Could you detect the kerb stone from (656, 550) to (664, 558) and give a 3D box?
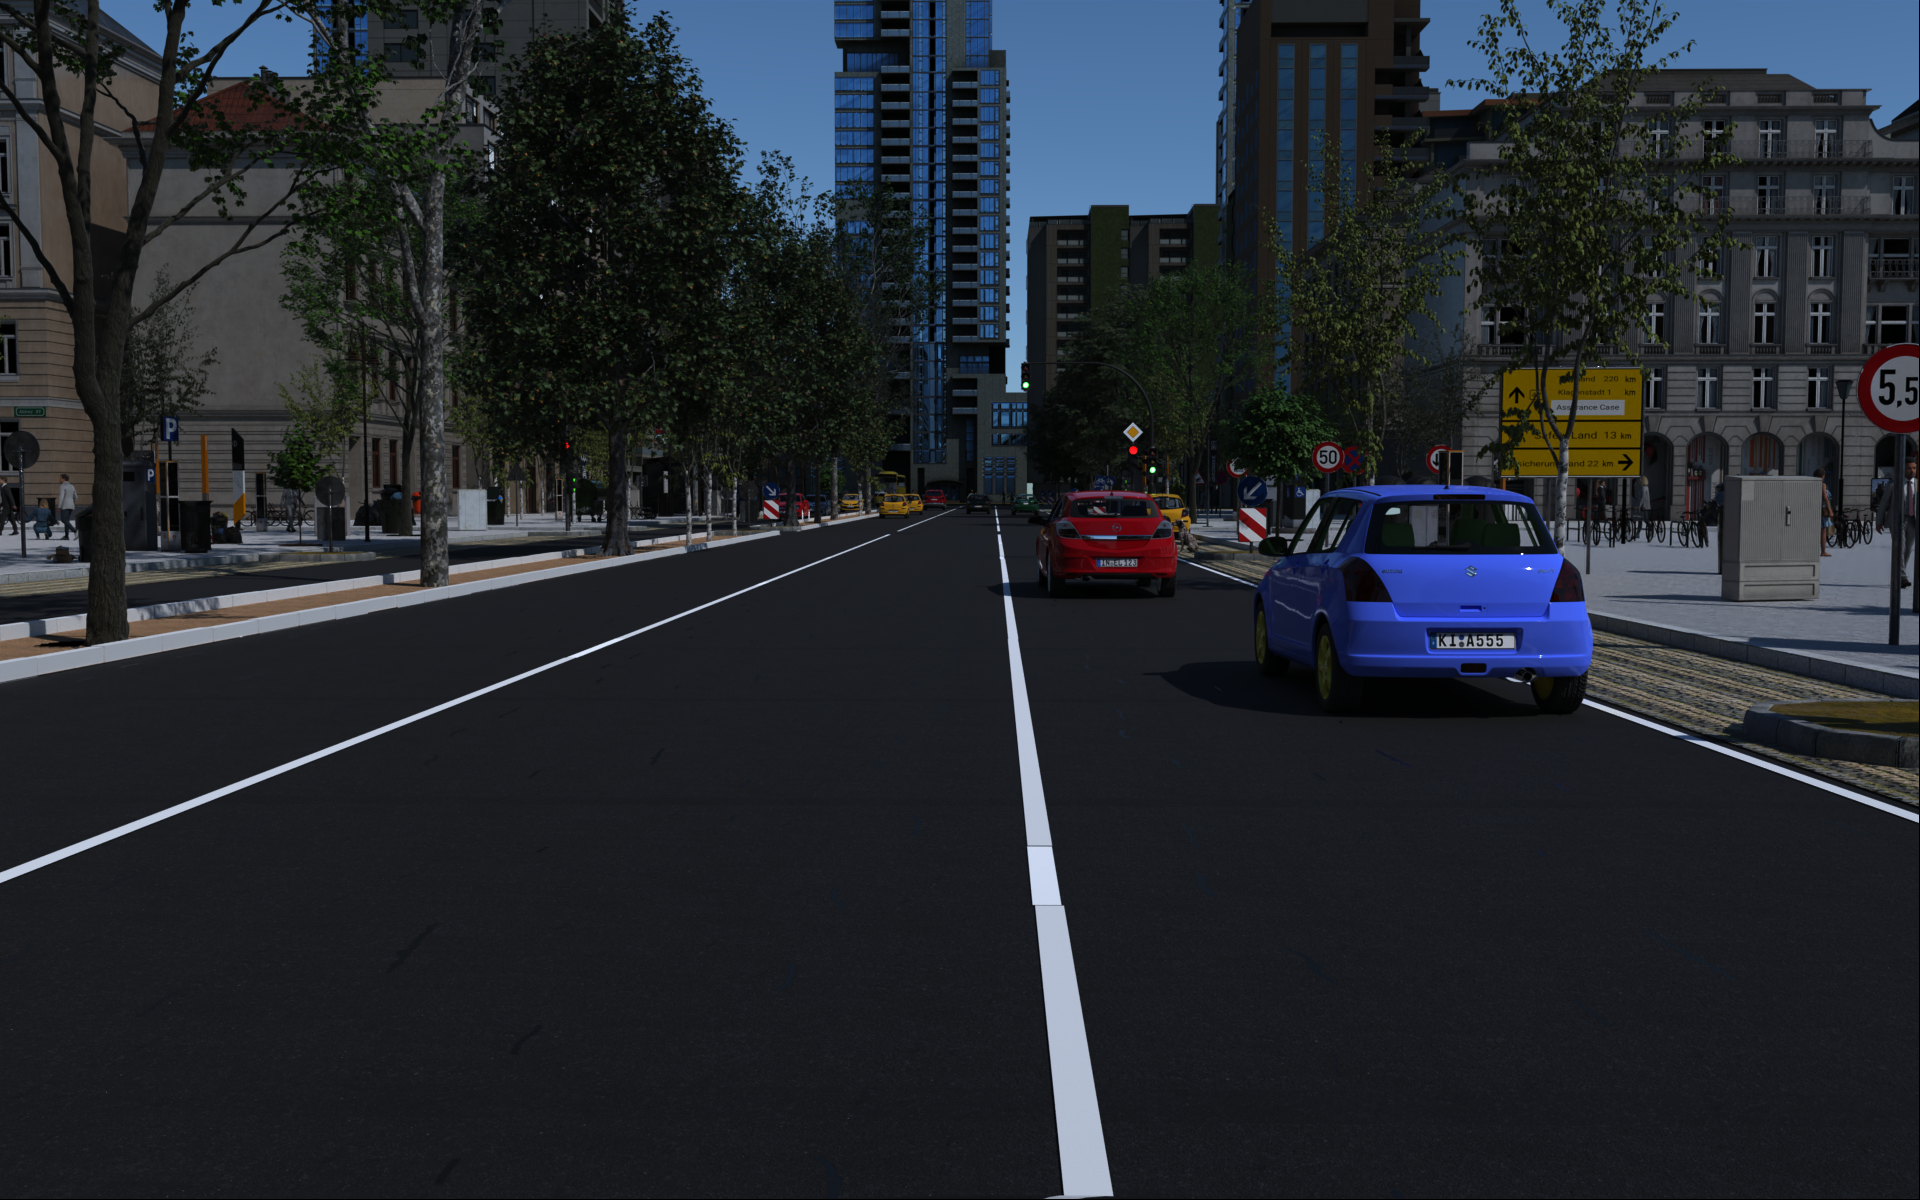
[{"bbox_3d":[-6.821,-1.011,38.721,0.120,0.150,1.000,0,4,1],"label":"kerb stone"}]

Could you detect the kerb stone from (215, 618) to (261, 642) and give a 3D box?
[{"bbox_3d":[-7.242,0.314,17.192,0.120,0.150,1.000,0,4,1],"label":"kerb stone"}]

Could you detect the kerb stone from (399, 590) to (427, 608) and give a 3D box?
[{"bbox_3d":[-7.130,-0.003,22.321,0.120,0.150,1.000,0,4,1],"label":"kerb stone"}]

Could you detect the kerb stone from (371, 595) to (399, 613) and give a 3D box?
[{"bbox_3d":[-7.166,0.055,21.299,0.120,0.150,1.000,0,4,1],"label":"kerb stone"}]

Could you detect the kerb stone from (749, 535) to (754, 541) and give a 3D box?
[{"bbox_3d":[-6.532,-1.890,53.089,0.120,0.150,1.000,0,4,1],"label":"kerb stone"}]

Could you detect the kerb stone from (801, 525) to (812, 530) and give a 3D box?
[{"bbox_3d":[-6.203,-2.926,70.033,0.120,0.150,1.000,0,4,1],"label":"kerb stone"}]

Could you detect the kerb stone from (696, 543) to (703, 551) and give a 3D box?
[{"bbox_3d":[-6.710,-1.324,43.854,0.120,0.150,1.000,0,4,1],"label":"kerb stone"}]

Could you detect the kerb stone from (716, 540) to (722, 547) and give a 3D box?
[{"bbox_3d":[-6.657,-1.513,46.928,0.120,0.150,1.000,0,4,1],"label":"kerb stone"}]

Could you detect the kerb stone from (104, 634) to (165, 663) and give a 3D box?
[{"bbox_3d":[-7.280,0.431,15.148,0.120,0.150,1.000,0,4,1],"label":"kerb stone"}]

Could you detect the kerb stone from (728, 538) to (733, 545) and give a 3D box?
[{"bbox_3d":[-6.615,-1.638,48.994,0.120,0.150,1.000,0,4,1],"label":"kerb stone"}]

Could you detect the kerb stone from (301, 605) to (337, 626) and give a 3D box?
[{"bbox_3d":[-7.197,0.180,19.245,0.120,0.150,1.000,0,4,1],"label":"kerb stone"}]

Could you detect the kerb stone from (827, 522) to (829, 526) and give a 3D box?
[{"bbox_3d":[-6.067,-3.362,77.200,0.120,0.150,1.000,0,4,1],"label":"kerb stone"}]

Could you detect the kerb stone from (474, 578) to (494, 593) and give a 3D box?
[{"bbox_3d":[-7.077,-0.195,25.389,0.120,0.150,1.000,0,4,1],"label":"kerb stone"}]

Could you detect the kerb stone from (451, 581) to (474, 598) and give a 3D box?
[{"bbox_3d":[-7.088,-0.133,24.367,0.120,0.150,1.000,0,4,1],"label":"kerb stone"}]

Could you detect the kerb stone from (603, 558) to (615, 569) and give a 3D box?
[{"bbox_3d":[-6.915,-0.698,33.600,0.120,0.150,1.000,0,4,1],"label":"kerb stone"}]

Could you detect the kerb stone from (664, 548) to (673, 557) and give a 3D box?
[{"bbox_3d":[-6.788,-1.070,39.755,0.120,0.150,1.000,0,4,1],"label":"kerb stone"}]

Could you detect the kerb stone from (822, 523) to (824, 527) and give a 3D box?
[{"bbox_3d":[-6.109,-3.239,75.156,0.120,0.150,1.000,0,4,1],"label":"kerb stone"}]

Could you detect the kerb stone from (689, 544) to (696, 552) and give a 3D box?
[{"bbox_3d":[-6.733,-1.259,42.833,0.120,0.150,1.000,0,4,1],"label":"kerb stone"}]

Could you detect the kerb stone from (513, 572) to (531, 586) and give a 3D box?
[{"bbox_3d":[-7.034,-0.320,27.433,0.120,0.150,1.000,0,4,1],"label":"kerb stone"}]

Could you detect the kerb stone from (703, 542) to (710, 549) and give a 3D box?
[{"bbox_3d":[-6.698,-1.387,44.876,0.120,0.150,1.000,0,4,1],"label":"kerb stone"}]

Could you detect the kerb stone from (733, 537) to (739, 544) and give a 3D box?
[{"bbox_3d":[-6.588,-1.693,50.020,0.120,0.150,1.000,0,4,1],"label":"kerb stone"}]

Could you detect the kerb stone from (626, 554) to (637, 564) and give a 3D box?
[{"bbox_3d":[-6.873,-0.821,35.650,0.120,0.150,1.000,0,4,1],"label":"kerb stone"}]

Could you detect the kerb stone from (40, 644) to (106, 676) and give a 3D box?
[{"bbox_3d":[-7.303,0.501,14.122,0.120,0.150,1.000,0,4,1],"label":"kerb stone"}]

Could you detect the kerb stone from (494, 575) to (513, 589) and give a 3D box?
[{"bbox_3d":[-7.053,-0.258,26.410,0.120,0.150,1.000,0,4,1],"label":"kerb stone"}]

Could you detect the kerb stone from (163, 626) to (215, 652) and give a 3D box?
[{"bbox_3d":[-7.263,0.369,16.170,0.120,0.150,1.000,0,4,1],"label":"kerb stone"}]

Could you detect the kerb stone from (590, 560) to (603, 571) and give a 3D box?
[{"bbox_3d":[-6.941,-0.635,32.571,0.120,0.150,1.000,0,4,1],"label":"kerb stone"}]

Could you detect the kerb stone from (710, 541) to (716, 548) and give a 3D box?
[{"bbox_3d":[-6.673,-1.450,45.898,0.120,0.150,1.000,0,4,1],"label":"kerb stone"}]

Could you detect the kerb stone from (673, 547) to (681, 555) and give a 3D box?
[{"bbox_3d":[-6.774,-1.136,40.788,0.120,0.150,1.000,0,4,1],"label":"kerb stone"}]

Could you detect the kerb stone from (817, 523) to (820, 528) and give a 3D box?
[{"bbox_3d":[-6.141,-3.114,73.106,0.120,0.150,1.000,0,4,1],"label":"kerb stone"}]

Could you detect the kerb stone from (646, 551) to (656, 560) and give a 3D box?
[{"bbox_3d":[-6.832,-0.948,37.698,0.120,0.150,1.000,0,4,1],"label":"kerb stone"}]

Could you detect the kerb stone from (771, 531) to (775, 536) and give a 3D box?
[{"bbox_3d":[-6.439,-2.202,58.201,0.120,0.150,1.000,0,4,1],"label":"kerb stone"}]

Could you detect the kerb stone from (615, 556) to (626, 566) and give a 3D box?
[{"bbox_3d":[-6.892,-0.760,34.628,0.120,0.150,1.000,0,4,1],"label":"kerb stone"}]

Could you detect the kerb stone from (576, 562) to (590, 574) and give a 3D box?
[{"bbox_3d":[-6.956,-0.571,31.539,0.120,0.150,1.000,0,4,1],"label":"kerb stone"}]

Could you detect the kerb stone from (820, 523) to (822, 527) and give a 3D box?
[{"bbox_3d":[-6.123,-3.177,74.133,0.120,0.150,1.000,0,4,1],"label":"kerb stone"}]

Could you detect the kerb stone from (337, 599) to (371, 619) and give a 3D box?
[{"bbox_3d":[-7.170,0.118,20.270,0.120,0.150,1.000,0,4,1],"label":"kerb stone"}]

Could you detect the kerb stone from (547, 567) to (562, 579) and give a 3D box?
[{"bbox_3d":[-6.998,-0.445,29.485,0.120,0.150,1.000,0,4,1],"label":"kerb stone"}]

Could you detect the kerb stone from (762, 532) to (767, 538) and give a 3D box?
[{"bbox_3d":[-6.479,-2.077,56.155,0.120,0.150,1.000,0,4,1],"label":"kerb stone"}]

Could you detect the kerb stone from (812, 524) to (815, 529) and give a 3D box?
[{"bbox_3d":[-6.180,-2.988,71.055,0.120,0.150,1.000,0,4,1],"label":"kerb stone"}]

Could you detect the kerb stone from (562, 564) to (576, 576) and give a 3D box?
[{"bbox_3d":[-6.982,-0.508,30.509,0.120,0.150,1.000,0,4,1],"label":"kerb stone"}]

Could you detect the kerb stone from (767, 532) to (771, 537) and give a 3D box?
[{"bbox_3d":[-6.453,-2.137,57.177,0.120,0.150,1.000,0,4,1],"label":"kerb stone"}]

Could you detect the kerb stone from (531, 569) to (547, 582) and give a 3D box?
[{"bbox_3d":[-7.025,-0.383,28.464,0.120,0.150,1.000,0,4,1],"label":"kerb stone"}]

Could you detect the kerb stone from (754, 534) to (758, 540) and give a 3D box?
[{"bbox_3d":[-6.516,-1.951,54.111,0.120,0.150,1.000,0,4,1],"label":"kerb stone"}]

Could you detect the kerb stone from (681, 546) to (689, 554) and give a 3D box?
[{"bbox_3d":[-6.742,-1.200,41.809,0.120,0.150,1.000,0,4,1],"label":"kerb stone"}]

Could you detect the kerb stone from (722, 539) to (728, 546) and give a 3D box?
[{"bbox_3d":[-6.626,-1.575,47.961,0.120,0.150,1.000,0,4,1],"label":"kerb stone"}]

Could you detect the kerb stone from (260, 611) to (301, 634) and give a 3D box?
[{"bbox_3d":[-7.217,0.245,18.214,0.120,0.150,1.000,0,4,1],"label":"kerb stone"}]

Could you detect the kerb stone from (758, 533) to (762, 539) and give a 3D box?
[{"bbox_3d":[-6.498,-2.010,55.133,0.120,0.150,1.000,0,4,1],"label":"kerb stone"}]

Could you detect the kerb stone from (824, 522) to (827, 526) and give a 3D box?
[{"bbox_3d":[-6.087,-3.302,76.178,0.120,0.150,1.000,0,4,1],"label":"kerb stone"}]

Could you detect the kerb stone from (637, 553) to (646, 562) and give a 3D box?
[{"bbox_3d":[-6.857,-0.883,36.672,0.120,0.150,1.000,0,4,1],"label":"kerb stone"}]

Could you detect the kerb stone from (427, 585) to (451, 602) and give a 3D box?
[{"bbox_3d":[-7.113,-0.069,23.342,0.120,0.150,1.000,0,4,1],"label":"kerb stone"}]

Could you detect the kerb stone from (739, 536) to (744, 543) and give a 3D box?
[{"bbox_3d":[-6.577,-1.759,51.046,0.120,0.150,1.000,0,4,1],"label":"kerb stone"}]

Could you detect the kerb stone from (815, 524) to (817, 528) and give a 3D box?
[{"bbox_3d":[-6.161,-3.051,72.077,0.120,0.150,1.000,0,4,1],"label":"kerb stone"}]

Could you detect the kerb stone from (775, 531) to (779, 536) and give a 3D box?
[{"bbox_3d":[-6.413,-2.265,59.226,0.120,0.150,1.000,0,4,1],"label":"kerb stone"}]

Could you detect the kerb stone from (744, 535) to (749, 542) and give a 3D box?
[{"bbox_3d":[-6.560,-1.827,52.068,0.120,0.150,1.000,0,4,1],"label":"kerb stone"}]
